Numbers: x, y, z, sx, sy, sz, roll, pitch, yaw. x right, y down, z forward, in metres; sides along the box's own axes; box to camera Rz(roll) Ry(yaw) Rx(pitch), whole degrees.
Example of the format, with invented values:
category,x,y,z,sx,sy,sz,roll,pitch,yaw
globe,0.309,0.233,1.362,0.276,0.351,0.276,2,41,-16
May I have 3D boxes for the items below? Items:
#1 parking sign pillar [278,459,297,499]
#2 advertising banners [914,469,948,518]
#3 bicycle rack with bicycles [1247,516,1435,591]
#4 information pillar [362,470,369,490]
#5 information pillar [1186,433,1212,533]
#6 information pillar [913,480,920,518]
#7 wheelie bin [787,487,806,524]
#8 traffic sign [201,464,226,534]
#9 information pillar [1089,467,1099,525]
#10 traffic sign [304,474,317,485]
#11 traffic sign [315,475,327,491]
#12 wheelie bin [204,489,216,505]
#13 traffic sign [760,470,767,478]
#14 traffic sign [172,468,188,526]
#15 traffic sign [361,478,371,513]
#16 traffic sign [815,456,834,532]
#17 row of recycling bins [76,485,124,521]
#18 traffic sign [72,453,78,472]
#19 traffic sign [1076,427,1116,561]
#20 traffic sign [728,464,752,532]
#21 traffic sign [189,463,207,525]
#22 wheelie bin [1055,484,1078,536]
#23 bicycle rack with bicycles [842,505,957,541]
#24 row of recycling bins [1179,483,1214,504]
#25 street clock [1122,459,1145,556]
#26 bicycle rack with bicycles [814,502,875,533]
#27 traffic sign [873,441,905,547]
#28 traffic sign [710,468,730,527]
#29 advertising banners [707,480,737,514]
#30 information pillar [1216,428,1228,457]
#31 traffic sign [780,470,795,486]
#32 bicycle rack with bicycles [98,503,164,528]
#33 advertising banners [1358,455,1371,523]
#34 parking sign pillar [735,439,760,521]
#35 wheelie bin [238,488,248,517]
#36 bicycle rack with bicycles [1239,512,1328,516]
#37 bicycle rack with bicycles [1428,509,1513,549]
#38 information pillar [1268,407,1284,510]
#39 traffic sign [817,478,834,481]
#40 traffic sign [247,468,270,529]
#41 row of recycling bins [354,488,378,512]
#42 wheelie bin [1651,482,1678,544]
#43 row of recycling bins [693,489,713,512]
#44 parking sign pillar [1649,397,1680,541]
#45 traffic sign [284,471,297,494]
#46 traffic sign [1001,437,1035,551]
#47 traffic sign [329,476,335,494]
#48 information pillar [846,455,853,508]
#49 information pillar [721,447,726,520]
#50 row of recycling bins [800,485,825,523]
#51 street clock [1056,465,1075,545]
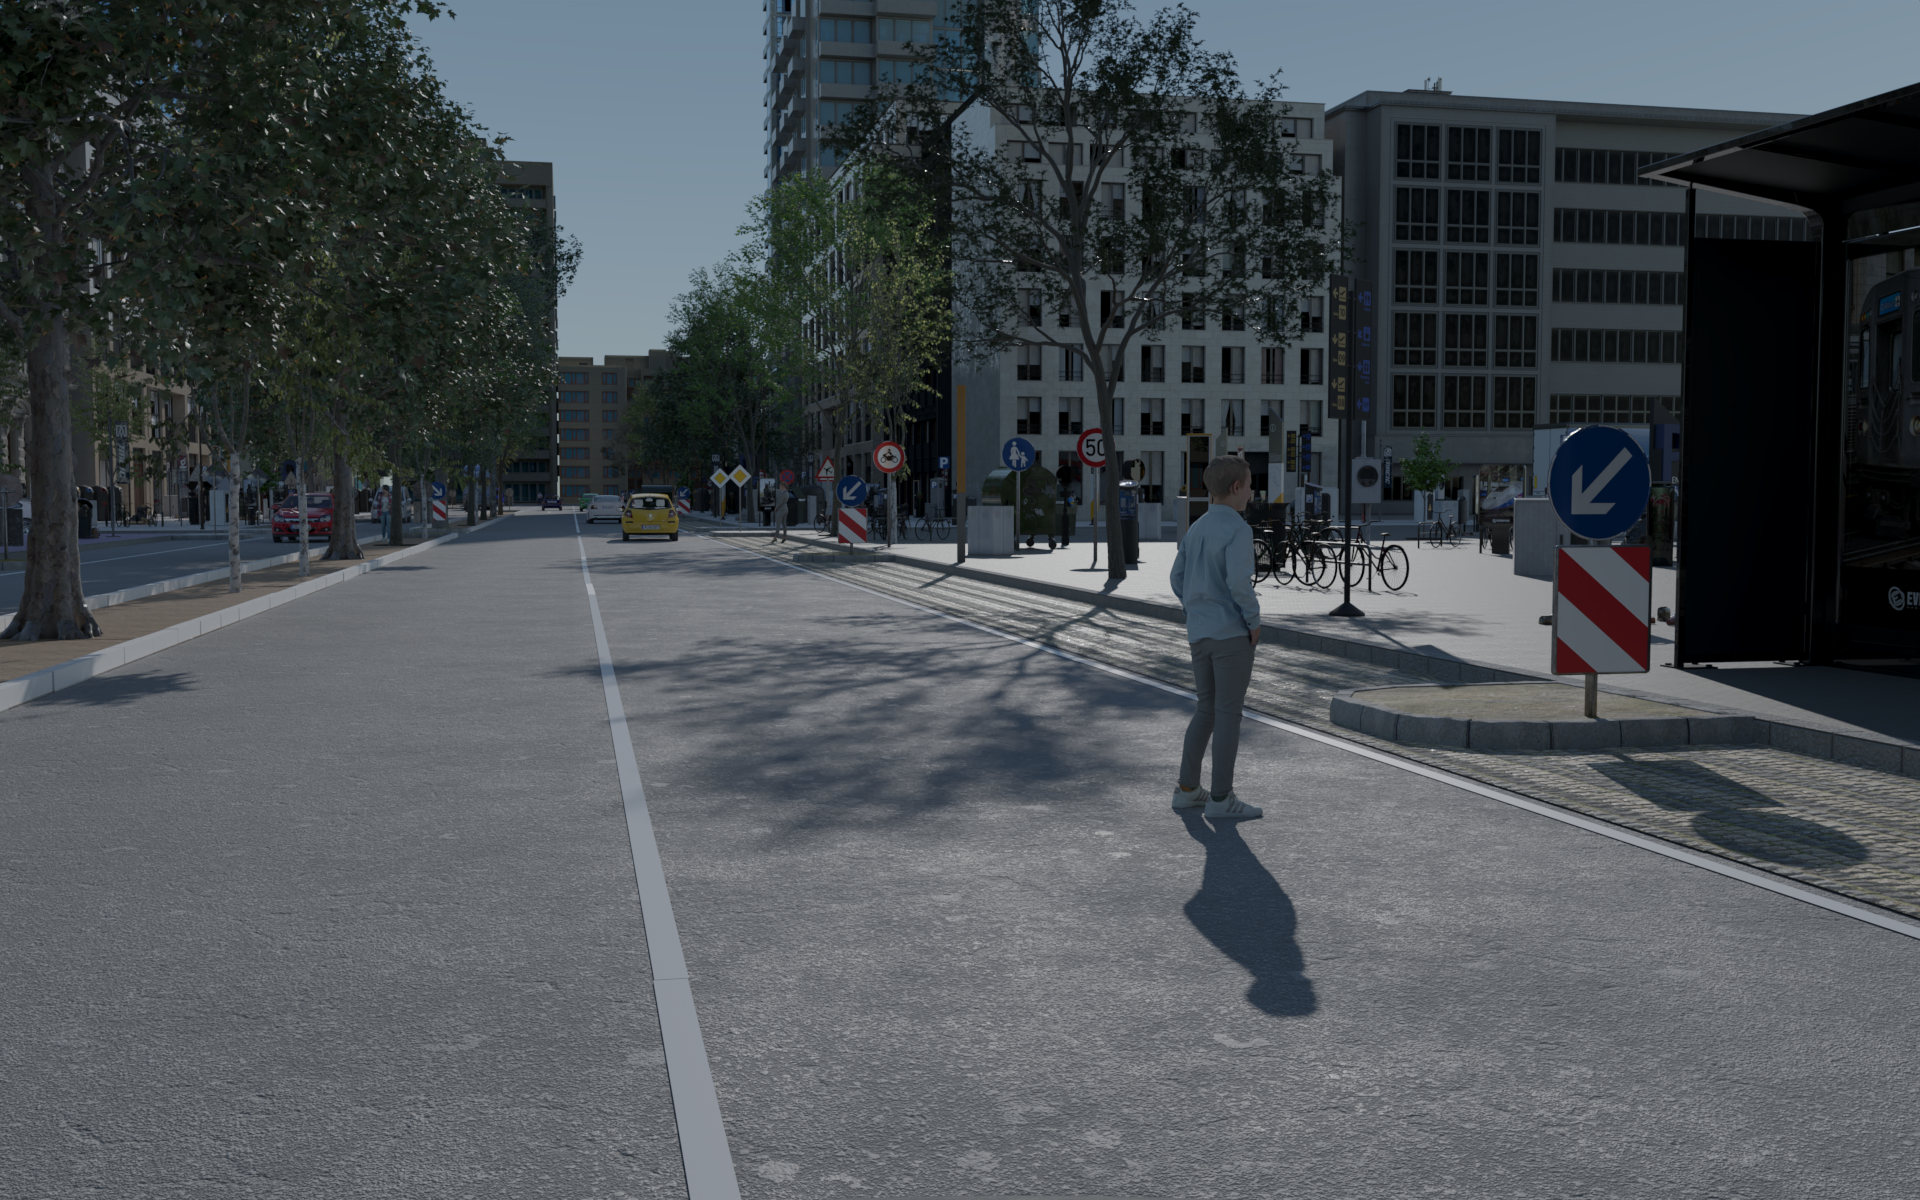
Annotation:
category,x,y,z,sx,sy,sz,roll,pitch,yaw
parking sign pillar,-38.259,-6.759,98.973,1.447,3.967,1.447,-2,4,-32
advertising banners,-1.491,-5.914,92.889,2.074,3.025,0.090,-2,4,-24
bicycle rack with bicycles,4.430,-0.634,23.748,2.852,0.926,2.925,-1,4,-15
information pillar,-45.601,-8.658,132.917,0.504,3.616,0.183,0,4,-3
information pillar,2.922,-1.020,21.174,0.304,2.012,0.304,1,4,9
information pillar,-2.331,-5.445,93.510,0.304,2.012,0.304,1,4,14
wheelie bin,-7.143,-4.107,75.056,0.693,1.594,0.980,2,4,28
traffic sign,-23.700,-3.146,55.071,0.795,2.450,0.064,-1,4,-13
information pillar,5.509,-4.868,70.946,0.183,3.616,0.504,-2,4,-28
traffic sign,-39.351,-6.411,104.924,0.768,2.556,0.104,0,4,-7
traffic sign,-43.407,-7.187,117.621,0.768,2.556,0.104,-1,4,-11
wheelie bin,-43.196,-5.626,99.899,0.980,1.594,0.693,-2,4,-32
traffic sign,-10.459,-5.529,90.503,0.768,2.556,0.104,0,4,-4
traffic sign,-30.793,-4.055,68.435,0.606,2.300,0.079,0,4,-7
traffic sign,-40.973,-7.249,119.699,0.795,2.450,0.064,-1,4,-12
traffic sign,-4.465,-3.584,58.599,0.884,2.594,0.081,0,4,-4
row of recycling bins,-40.641,-4.520,81.014,1.069,1.692,3.534,1,4,15
traffic sign,-25.313,-2.984,48.897,0.768,2.556,0.104,-1,4,-12
traffic sign,2.601,-2.024,33.193,0.768,2.556,0.104,0,4,-4
traffic sign,-7.455,-3.367,58.689,0.795,2.450,0.064,-1,4,-13
traffic sign,-31.407,-4.373,71.498,0.884,2.594,0.081,-1,4,-9
wheelie bin,3.221,-2.803,53.744,0.980,1.594,0.693,3,5,40
bicycle rack with bicycles,-1.392,-2.145,48.450,2.852,0.926,2.925,2,4,27
row of recycling bins,8.092,-3.089,57.617,1.069,1.692,3.534,0,4,-6
street clock,3.569,-1.899,35.621,0.471,2.002,0.358,-3,5,-42
bicycle rack with bicycles,-3.071,-2.639,56.525,2.852,0.926,2.925,-3,4,-36
traffic sign,-1.705,-2.541,41.647,0.768,2.556,0.104,0,4,-7
traffic sign,-9.206,-3.843,66.480,0.795,2.450,0.064,-1,4,-13
advertising banners,-15.025,-6.888,108.805,2.074,3.025,0.090,-2,4,-28
information pillar,9.289,-4.289,61.472,0.183,3.616,0.504,-3,5,-43
traffic sign,-9.007,-5.518,90.319,0.768,2.556,0.104,0,4,-7
bicycle rack with bicycles,-32.157,-3.304,67.395,2.852,0.926,2.925,-1,4,-22
advertising banners,17.866,-4.918,76.593,0.090,3.025,2.074,0,4,-2
parking sign pillar,-10.181,-5.836,83.898,1.447,3.967,1.447,-2,4,-34
wheelie bin,-40.643,-5.537,98.438,0.693,1.594,0.980,-1,4,-21
bicycle rack with bicycles,6.846,-1.320,34.971,2.852,0.926,2.925,-2,4,-27
bicycle rack with bicycles,12.224,-1.697,41.123,2.852,0.926,2.925,2,4,34
information pillar,8.494,-3.379,46.606,0.183,3.616,0.504,-3,4,-37
traffic sign,-5.554,-4.452,72.787,0.884,2.594,0.081,0,4,-3
traffic sign,-25.451,-3.622,62.863,0.795,2.450,0.064,-1,4,-13
row of recycling bins,-42.501,-7.095,123.111,3.534,1.692,1.069,1,4,13
wheelie bin,17.812,-2.207,43.996,0.980,1.594,0.693,-1,4,-21
row of recycling bins,-19.436,-7.536,130.324,1.069,1.692,3.534,-1,4,-15
parking sign pillar,19.827,-3.658,48.286,1.447,3.967,1.447,-2,4,-26
traffic sign,-37.632,-5.961,97.464,0.884,2.594,0.081,-1,4,-10
traffic sign,1.305,-2.374,38.927,0.768,2.556,0.104,0,4,-7
traffic sign,-41.520,-7.026,114.978,0.768,2.556,0.104,0,4,-4
information pillar,-6.627,-6.899,104.155,0.504,3.616,0.183,-3,5,-40
information pillar,-11.802,-5.810,86.354,0.183,3.616,0.504,0,4,6
row of recycling bins,-6.790,-4.348,78.211,1.069,1.692,3.534,-1,4,-13
street clock,2.659,-2.393,43.696,0.471,2.002,0.358,0,4,-2
